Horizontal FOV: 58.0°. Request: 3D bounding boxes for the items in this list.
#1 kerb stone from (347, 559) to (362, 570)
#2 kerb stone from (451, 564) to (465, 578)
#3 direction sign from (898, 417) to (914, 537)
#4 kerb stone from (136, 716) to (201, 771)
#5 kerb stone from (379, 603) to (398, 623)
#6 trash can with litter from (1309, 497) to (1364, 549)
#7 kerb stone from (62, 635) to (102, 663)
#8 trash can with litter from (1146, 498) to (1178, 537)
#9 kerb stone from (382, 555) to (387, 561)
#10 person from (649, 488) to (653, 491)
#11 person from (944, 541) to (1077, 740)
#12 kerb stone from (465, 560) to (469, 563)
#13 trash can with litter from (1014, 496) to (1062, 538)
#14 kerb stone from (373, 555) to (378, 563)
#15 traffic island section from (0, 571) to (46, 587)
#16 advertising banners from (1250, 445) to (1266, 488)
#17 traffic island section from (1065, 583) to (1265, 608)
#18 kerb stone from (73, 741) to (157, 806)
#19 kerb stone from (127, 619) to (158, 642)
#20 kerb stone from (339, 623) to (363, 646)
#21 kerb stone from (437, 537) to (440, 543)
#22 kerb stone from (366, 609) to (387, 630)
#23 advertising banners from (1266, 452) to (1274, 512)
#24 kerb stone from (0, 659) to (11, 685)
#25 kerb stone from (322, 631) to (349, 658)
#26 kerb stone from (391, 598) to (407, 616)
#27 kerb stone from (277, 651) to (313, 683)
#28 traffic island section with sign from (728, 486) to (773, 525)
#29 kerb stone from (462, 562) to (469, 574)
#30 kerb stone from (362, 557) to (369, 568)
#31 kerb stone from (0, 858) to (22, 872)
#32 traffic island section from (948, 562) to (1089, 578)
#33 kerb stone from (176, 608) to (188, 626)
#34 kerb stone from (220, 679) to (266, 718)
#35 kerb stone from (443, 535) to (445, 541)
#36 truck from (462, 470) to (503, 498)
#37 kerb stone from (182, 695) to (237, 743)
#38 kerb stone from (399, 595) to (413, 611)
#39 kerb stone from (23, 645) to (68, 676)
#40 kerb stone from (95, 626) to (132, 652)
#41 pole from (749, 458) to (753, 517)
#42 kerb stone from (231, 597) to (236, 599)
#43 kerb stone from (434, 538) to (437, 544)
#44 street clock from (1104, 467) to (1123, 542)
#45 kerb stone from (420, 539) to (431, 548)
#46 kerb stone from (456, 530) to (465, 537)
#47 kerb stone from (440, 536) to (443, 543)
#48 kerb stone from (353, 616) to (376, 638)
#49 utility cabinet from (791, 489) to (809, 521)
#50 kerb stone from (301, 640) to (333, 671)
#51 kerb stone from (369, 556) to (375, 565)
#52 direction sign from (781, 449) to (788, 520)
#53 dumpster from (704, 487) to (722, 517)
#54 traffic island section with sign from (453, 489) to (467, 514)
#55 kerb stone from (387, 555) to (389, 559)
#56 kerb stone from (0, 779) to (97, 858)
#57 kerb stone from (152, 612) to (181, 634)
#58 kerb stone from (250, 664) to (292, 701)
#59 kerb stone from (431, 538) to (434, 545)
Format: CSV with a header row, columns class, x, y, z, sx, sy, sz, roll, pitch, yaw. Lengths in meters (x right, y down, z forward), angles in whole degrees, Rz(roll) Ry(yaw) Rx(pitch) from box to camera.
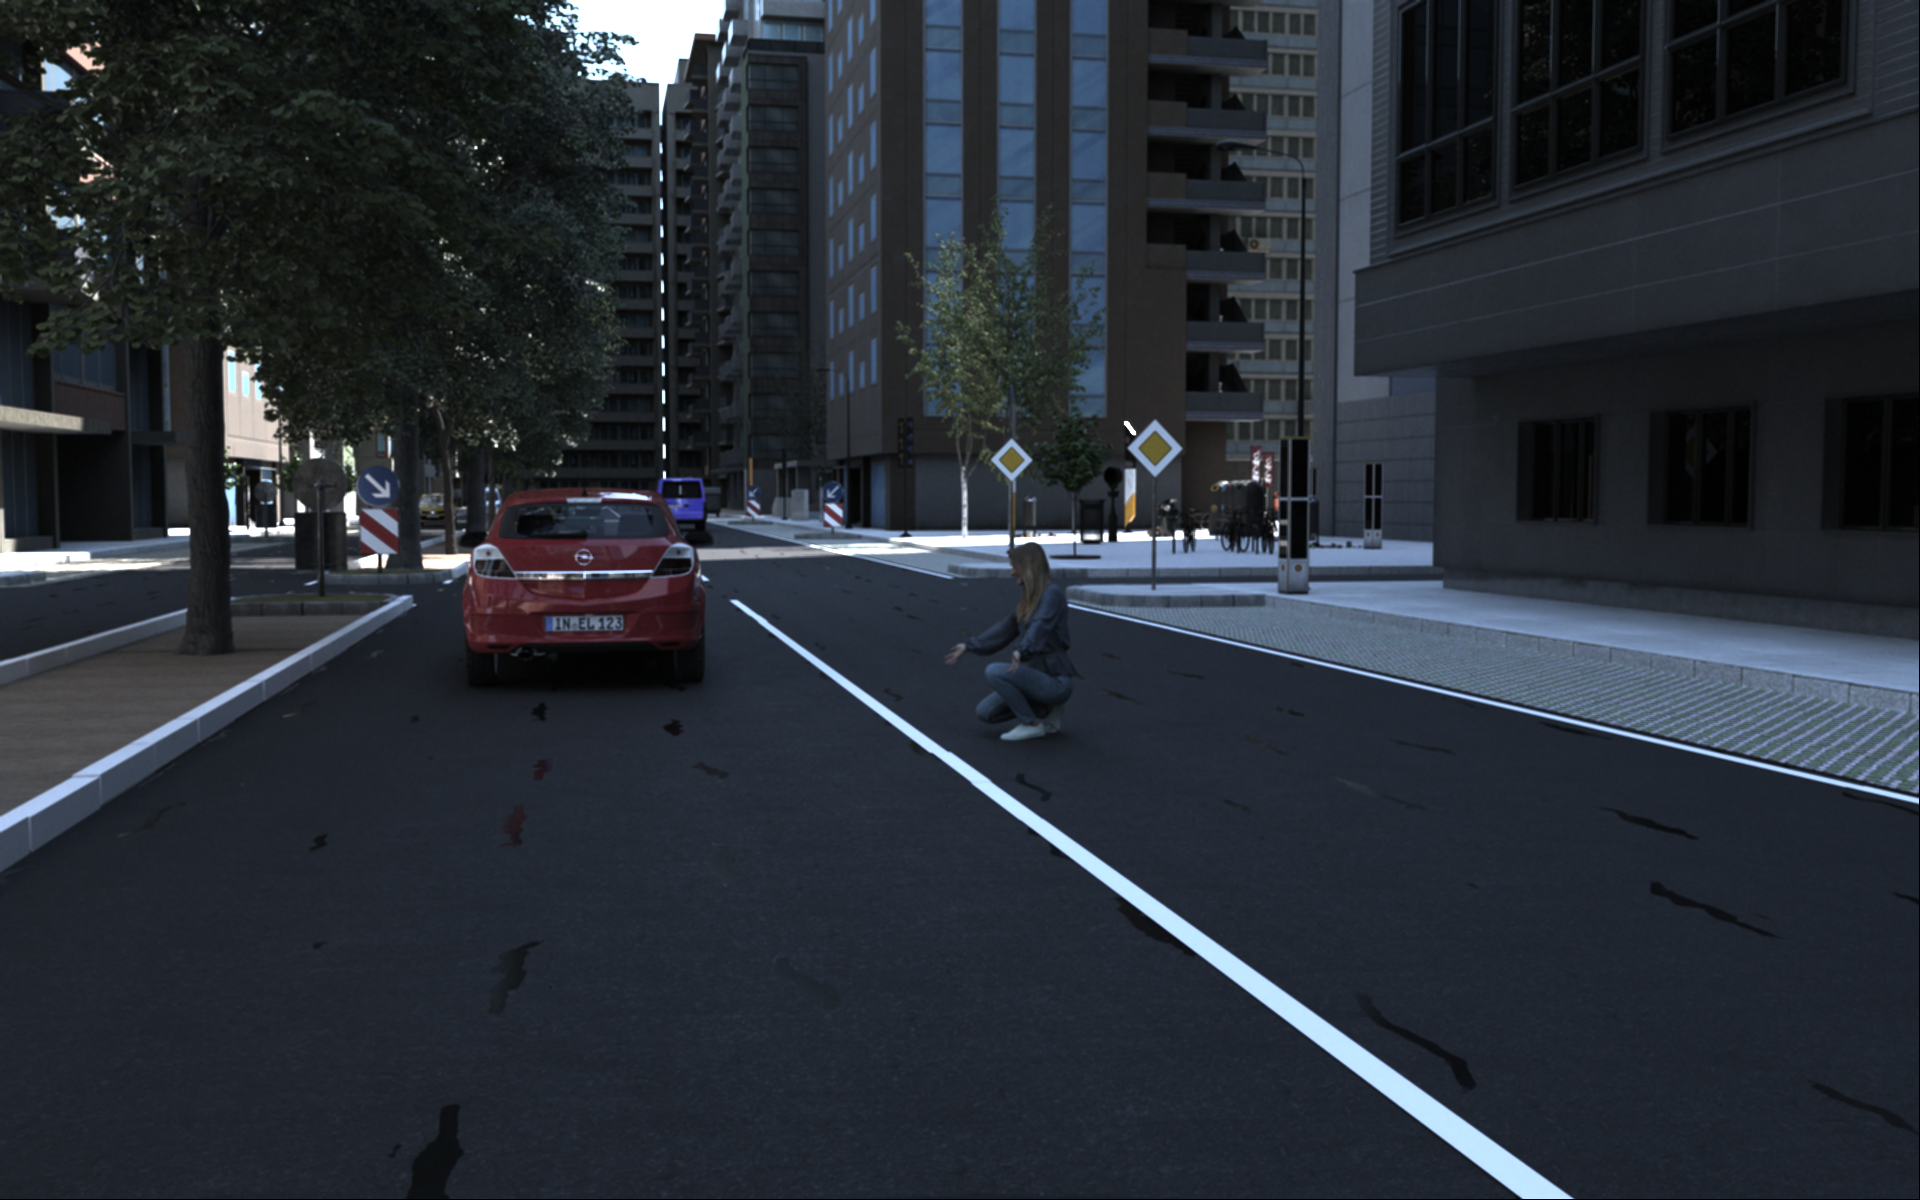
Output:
class,x,y,z,sx,sy,sz,roll,pitch,yaw
kerb stone,-11.417,-0.633,32.550,0.120,0.150,1.000,-1,4,-12
kerb stone,-8.721,-0.476,29.986,0.120,0.150,1.000,-1,4,-12
direction sign,-1.612,-3.637,51.464,0.379,3.537,0.876,-2,4,-32
kerb stone,-4.312,0.783,9.402,0.120,0.150,1.000,-1,4,-12
kerb stone,-6.458,0.173,19.439,0.120,0.150,1.000,-1,4,-12
trash can with litter,8.725,-1.854,41.375,2.233,1.210,1.678,-1,4,-13
kerb stone,-7.660,0.443,15.007,0.120,0.150,1.000,-1,4,-12
trash can with litter,5.991,-2.465,51.685,0.624,1.170,1.055,-3,5,-42
kerb stone,-12.276,-0.879,36.565,0.120,0.150,1.000,-1,4,-12
person,-16.020,-4.933,89.998,0.563,1.720,0.643,-2,4,-31
person,0.338,0.236,10.138,0.738,1.151,1.012,0,4,-8
kerb stone,-9.146,-0.596,31.995,0.120,0.150,1.000,-1,4,-12
trash can with litter,2.388,-2.467,51.387,1.678,1.210,2.233,3,5,39
kerb stone,-12.060,-0.818,35.565,0.120,0.150,1.000,-1,4,-12
traffic island section,-15.829,-0.313,27.404,2.009,0.180,2.903,-1,4,-12
advertising banners,9.974,-4.016,61.856,2.074,3.025,0.090,-2,4,-30
traffic island section,2.607,-0.054,23.166,2.009,0.180,2.903,-1,4,-12
kerb stone,-4.095,0.844,8.403,0.120,0.150,1.000,-1,4,-12
kerb stone,-8.090,0.319,17.005,0.120,0.150,1.000,-1,4,-12
kerb stone,-5.818,0.356,16.433,0.120,0.150,1.000,-1,4,-12
kerb stone,-15.069,-1.671,49.601,0.120,0.150,1.000,-1,4,-12
kerb stone,-6.249,0.230,18.438,0.120,0.150,1.000,-1,4,-12
advertising banners,13.717,-4.690,72.871,2.074,3.025,0.090,0,4,3
kerb stone,-7.232,0.562,13.000,0.120,0.150,1.000,-1,4,-12
kerb stone,-5.599,0.414,15.429,0.120,0.150,1.000,-1,4,-12
kerb stone,-6.675,0.116,20.442,0.120,0.150,1.000,-1,4,-12
kerb stone,-5.172,0.538,13.416,0.120,0.150,1.000,-1,4,-12
traffic island section with sign,-9.920,-4.465,81.624,1.989,1.847,2.006,-1,4,-12
kerb stone,-8.928,-0.538,30.990,0.120,0.150,1.000,-1,4,-12
kerb stone,-11.629,-0.695,33.555,0.120,0.150,1.000,-1,4,-12
kerb stone,-3.661,0.966,6.395,0.120,0.150,1.000,-1,4,-12
traffic island section,0.935,-0.532,30.974,2.009,0.180,2.903,-1,4,-12
kerb stone,-8.523,0.197,19.010,0.120,0.150,1.000,-1,4,-12
kerb stone,-4.747,0.663,11.411,0.120,0.150,1.000,-1,4,-12
kerb stone,-15.487,-1.799,51.602,0.120,0.150,1.000,-1,4,-12
truck,-32.172,-7.528,118.999,3.469,3.379,9.791,-1,4,-13
kerb stone,-4.526,0.721,10.408,0.120,0.150,1.000,-1,4,-12
kerb stone,-6.885,0.046,21.445,0.120,0.150,1.000,-1,4,-12
kerb stone,-7.446,0.504,14.006,0.120,0.150,1.000,-1,4,-12
kerb stone,-7.874,0.379,16.006,0.120,0.150,1.000,-1,4,-12
pole,-11.788,-6.342,97.538,0.158,3.312,0.155,0,3,0
kerb stone,-8.942,0.072,21.016,0.120,0.150,1.000,-1,4,-12
kerb stone,-14.851,-1.613,48.602,0.120,0.150,1.000,-1,4,-12
street clock,4.107,-2.565,46.500,0.471,2.002,0.358,3,5,44
kerb stone,-14.417,-1.492,46.585,0.120,0.150,1.000,-1,4,-12
kerb stone,-17.208,-2.289,59.622,0.120,0.150,1.000,-1,4,-12
kerb stone,-15.283,-1.736,50.601,0.120,0.150,1.000,-1,4,-12
kerb stone,-6.033,0.294,17.432,0.120,0.150,1.000,-1,4,-12
utility cabinet,-7.678,-4.547,83.029,0.318,1.500,1.173,-2,4,-35
kerb stone,-5.385,0.475,14.426,0.120,0.150,1.000,-1,4,-12
kerb stone,-11.847,-0.748,34.554,0.120,0.150,1.000,-1,4,-12
direction sign,-8.774,-5.784,86.564,0.379,3.537,0.876,0,4,6
dumpster,-15.695,-6.044,107.037,1.865,1.857,1.264,-1,4,-13
traffic island section with sign,-36.992,-7.283,127.709,1.989,1.847,2.006,-1,4,-12
kerb stone,-12.493,-0.940,37.564,0.120,0.150,1.000,-1,4,-12
kerb stone,-3.874,0.912,7.395,0.120,0.150,1.000,-1,4,-12
kerb stone,-8.301,0.256,18.005,0.120,0.150,1.000,-1,4,-12
kerb stone,-4.956,0.598,12.417,0.120,0.150,1.000,-1,4,-12
kerb stone,-14.635,-1.554,47.598,0.120,0.150,1.000,-1,4,-12
